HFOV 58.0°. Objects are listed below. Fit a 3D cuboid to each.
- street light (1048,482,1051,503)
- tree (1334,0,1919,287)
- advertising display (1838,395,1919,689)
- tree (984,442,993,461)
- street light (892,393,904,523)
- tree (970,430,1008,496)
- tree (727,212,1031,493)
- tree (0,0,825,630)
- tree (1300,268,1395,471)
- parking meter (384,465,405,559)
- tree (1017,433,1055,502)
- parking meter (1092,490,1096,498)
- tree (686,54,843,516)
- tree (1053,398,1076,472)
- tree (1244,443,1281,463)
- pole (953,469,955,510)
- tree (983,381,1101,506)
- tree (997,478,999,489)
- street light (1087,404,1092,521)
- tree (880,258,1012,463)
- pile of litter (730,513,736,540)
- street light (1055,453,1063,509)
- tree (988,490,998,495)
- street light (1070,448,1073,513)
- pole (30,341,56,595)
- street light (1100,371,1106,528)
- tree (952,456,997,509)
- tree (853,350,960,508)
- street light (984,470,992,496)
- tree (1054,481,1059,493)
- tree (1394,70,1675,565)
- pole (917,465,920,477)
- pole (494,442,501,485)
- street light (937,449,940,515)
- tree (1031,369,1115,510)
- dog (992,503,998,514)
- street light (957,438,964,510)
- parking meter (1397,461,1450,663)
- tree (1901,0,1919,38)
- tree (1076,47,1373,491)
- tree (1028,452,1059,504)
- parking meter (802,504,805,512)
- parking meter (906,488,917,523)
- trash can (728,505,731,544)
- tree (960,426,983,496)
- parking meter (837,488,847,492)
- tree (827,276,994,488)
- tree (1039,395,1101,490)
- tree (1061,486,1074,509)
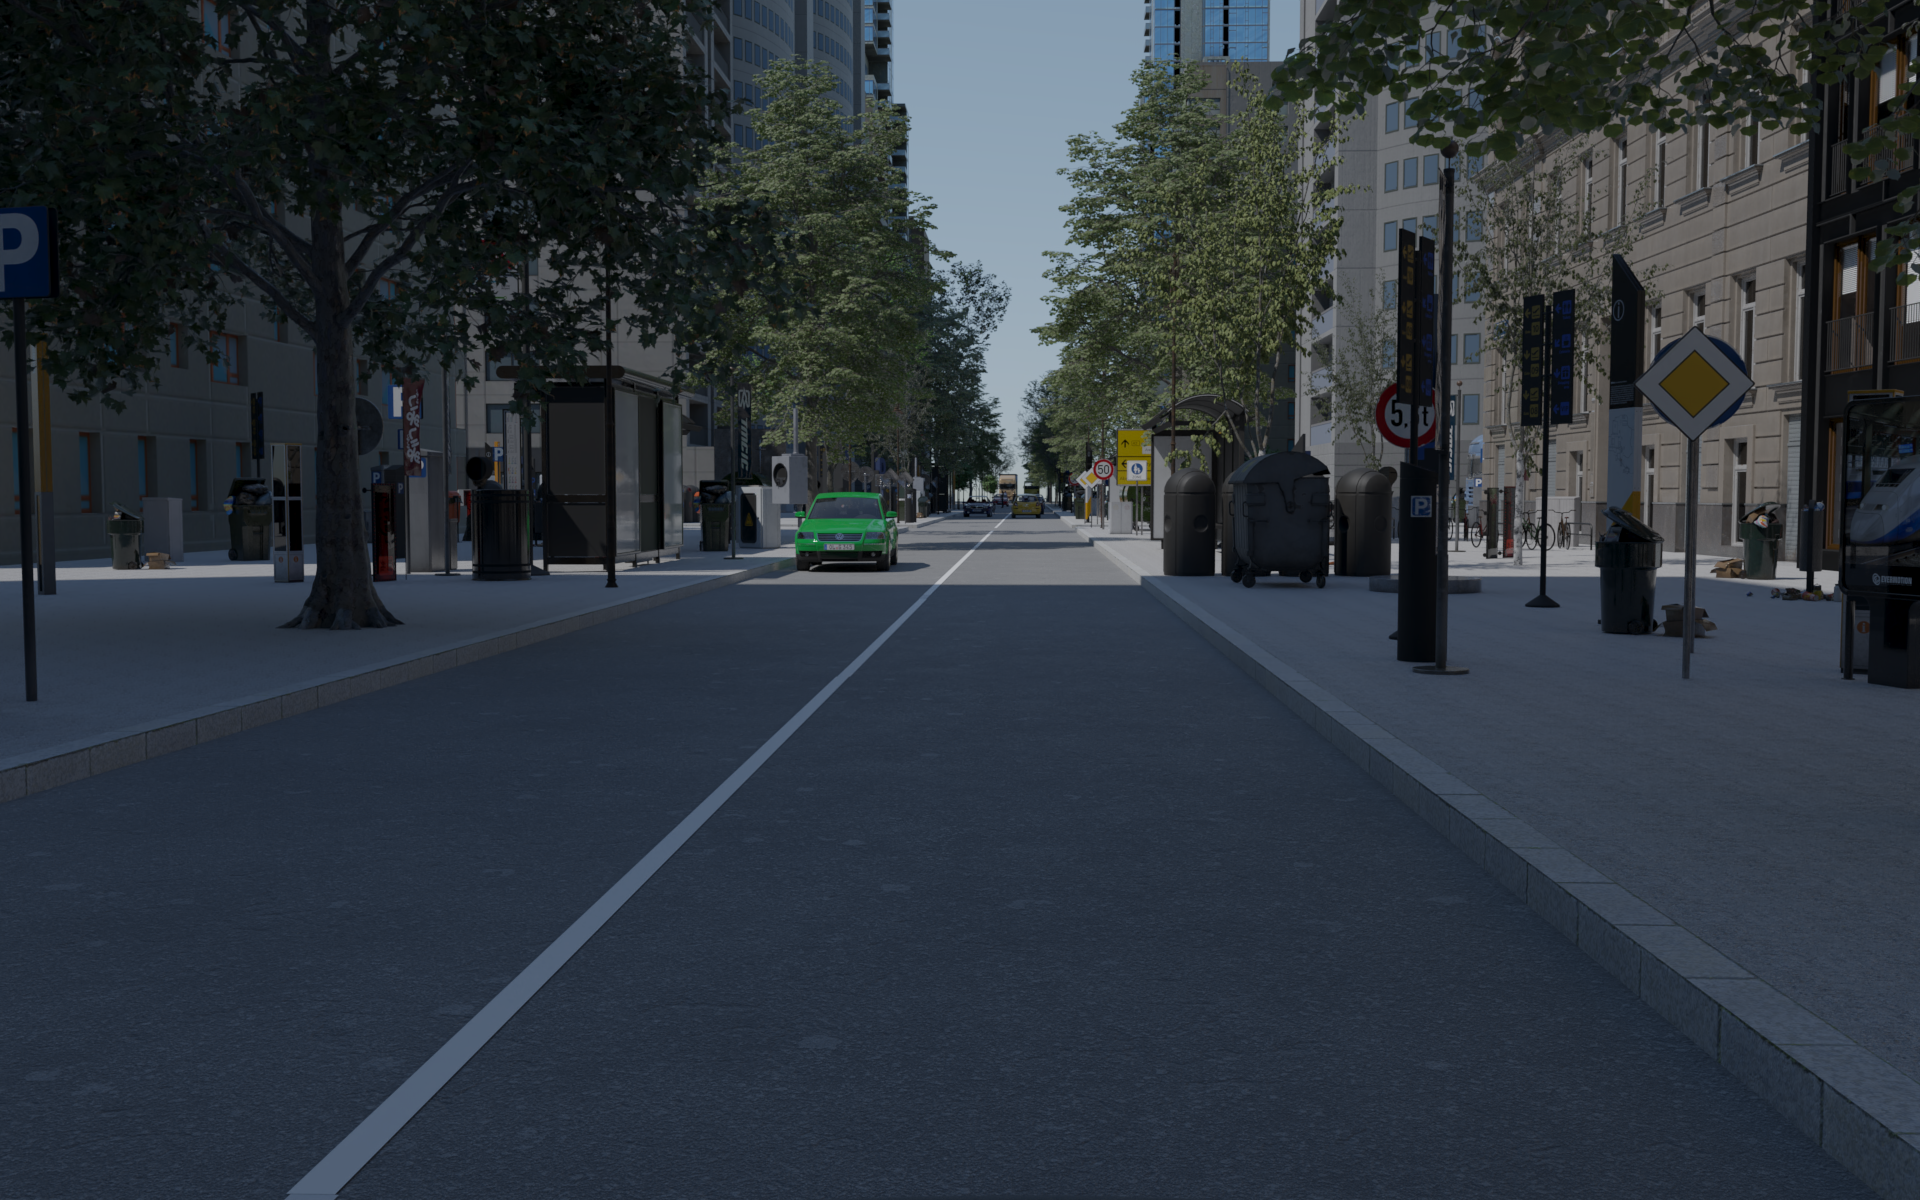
[{"bbox_3d":[11.927,-15.412,224.767,0.468,5.910,1.993,0,4,2],"label":"street light"},{"bbox_3d":[3.709,-5.375,6.014,7.486,12.596,7.792,0,3,0],"label":"tree"},{"bbox_3d":[6.239,-0.385,11.516,0.123,1.923,0.974,-1,4,-12],"label":"advertising display"},{"bbox_3d":[2.039,-15.546,204.544,4.360,8.622,3.978,0,3,0],"label":"tree"},{"bbox_3d":[-2.701,-6.286,75.561,0.468,5.910,1.993,0,4,2],"label":"street light"},{"bbox_3d":[2.630,-17.875,226.666,7.601,10.594,8.767,-1,4,-15],"label":"tree"},{"bbox_3d":[-4.520,-8.294,61.360,9.928,11.665,9.643,0,3,0],"label":"tree"},{"bbox_3d":[-6.108,-6.081,16.429,9.611,12.733,9.660,0,3,0],"label":"tree"},{"bbox_3d":[13.130,-6.440,55.651,4.360,8.622,3.978,0,3,0],"label":"tree"},{"bbox_3d":[-11.226,-1.755,34.401,0.255,1.863,0.399,1,4,12],"label":"parking meter"},{"bbox_3d":[14.857,-23.639,293.151,9.857,13.997,8.962,0,3,0],"label":"tree"},{"bbox_3d":[9.341,-6.826,120.009,0.372,1.533,0.369,0,3,0],"label":"parking meter"},{"bbox_3d":[-3.975,-7.815,45.898,7.486,12.596,7.792,0,3,0],"label":"tree"},{"bbox_3d":[9.031,-11.060,131.197,4.737,8.622,4.395,0,3,0],"label":"tree"},{"bbox_3d":[19.222,-7.625,108.374,4.285,4.588,4.351,0,3,0],"label":"tree"},{"bbox_3d":[-0.477,-8.940,140.008,0.158,3.312,0.155,0,3,0],"label":"pole"},{"bbox_3d":[10.314,-16.515,180.397,12.009,13.543,11.850,0,3,0],"label":"tree"},{"bbox_3d":[4.349,-16.630,255.605,4.285,4.588,4.351,0,3,0],"label":"tree"},{"bbox_3d":[6.224,-6.794,83.878,0.468,5.910,1.993,0,4,2],"label":"street light"},{"bbox_3d":[-2.975,-16.749,129.739,12.611,20.169,13.585,0,3,0],"label":"tree"},{"bbox_3d":[-6.345,-2.123,48.683,1.176,0.858,1.719,0,4,3],"label":"pile of litter"},{"bbox_3d":[9.292,-11.477,160.429,0.468,5.910,1.993,0,4,2],"label":"street light"},{"bbox_3d":[5.265,-17.178,275.459,1.663,3.219,1.824,0,3,0],"label":"tree"},{"bbox_3d":[7.515,-8.790,116.508,0.468,5.910,1.993,0,4,2],"label":"street light"},{"bbox_3d":[-11.649,-1.722,22.000,0.158,3.312,0.155,0,3,0],"label":"pole"},{"bbox_3d":[5.365,-5.647,65.109,0.468,5.910,1.993,0,4,2],"label":"street light"},{"bbox_3d":[-0.111,-9.872,145.118,4.285,4.588,4.351,0,3,0],"label":"tree"},{"bbox_3d":[-2.970,-8.226,84.858,4.360,8.622,3.978,0,3,0],"label":"tree"},{"bbox_3d":[3.703,-16.003,234.431,0.468,5.910,1.993,0,4,2],"label":"street light"},{"bbox_3d":[12.691,-13.784,219.977,1.663,3.219,1.824,0,3,0],"label":"tree"},{"bbox_3d":[10.297,-4.929,30.949,4.360,8.622,3.978,0,3,0],"label":"tree"},{"bbox_3d":[-2.903,-7.847,122.135,0.158,3.312,0.155,0,3,0],"label":"pole"},{"bbox_3d":[-17.991,-4.500,67.412,0.158,3.312,0.155,0,3,0],"label":"pole"},{"bbox_3d":[-1.362,-8.302,108.523,0.468,5.910,1.993,0,4,2],"label":"street light"},{"bbox_3d":[8.756,-13.136,140.521,9.928,11.665,9.643,0,3,0],"label":"tree"},{"bbox_3d":[2.247,-6.459,122.443,0.513,0.831,0.800,-2,4,-30],"label":"dog"},{"bbox_3d":[-0.073,-10.269,140.693,0.468,5.910,1.993,0,4,2],"label":"street light"},{"bbox_3d":[3.561,-0.299,13.307,0.372,1.533,0.369,0,3,0],"label":"parking meter"},{"bbox_3d":[10.783,-3.961,15.117,4.360,8.622,3.978,0,3,0],"label":"tree"},{"bbox_3d":[4.896,-4.807,28.961,4.737,8.622,4.395,0,3,0],"label":"tree"},{"bbox_3d":[13.268,-18.383,234.978,8.767,10.594,7.601,-1,4,-17],"label":"tree"},{"bbox_3d":[-9.057,-5.694,101.501,0.372,1.533,0.369,0,3,0],"label":"parking meter"},{"bbox_3d":[-2.147,-4.272,78.252,0.372,1.533,0.369,0,3,0],"label":"parking meter"},{"bbox_3d":[-5.933,-1.883,42.436,0.748,1.137,0.748,0,3,0],"label":"trash can"},{"bbox_3d":[-0.872,-12.540,155.399,4.360,8.622,3.978,0,3,0],"label":"tree"},{"bbox_3d":[-4.570,-3.590,67.110,0.372,1.533,0.369,0,3,0],"label":"parking meter"},{"bbox_3d":[-2.838,-11.869,100.720,9.857,13.997,8.962,0,3,0],"label":"tree"},{"bbox_3d":[7.534,-9.849,111.397,4.360,8.622,3.978,0,3,0],"label":"tree"},{"bbox_3d":[10.132,-9.625,151.967,1.663,3.219,1.824,0,3,0],"label":"tree"}]
